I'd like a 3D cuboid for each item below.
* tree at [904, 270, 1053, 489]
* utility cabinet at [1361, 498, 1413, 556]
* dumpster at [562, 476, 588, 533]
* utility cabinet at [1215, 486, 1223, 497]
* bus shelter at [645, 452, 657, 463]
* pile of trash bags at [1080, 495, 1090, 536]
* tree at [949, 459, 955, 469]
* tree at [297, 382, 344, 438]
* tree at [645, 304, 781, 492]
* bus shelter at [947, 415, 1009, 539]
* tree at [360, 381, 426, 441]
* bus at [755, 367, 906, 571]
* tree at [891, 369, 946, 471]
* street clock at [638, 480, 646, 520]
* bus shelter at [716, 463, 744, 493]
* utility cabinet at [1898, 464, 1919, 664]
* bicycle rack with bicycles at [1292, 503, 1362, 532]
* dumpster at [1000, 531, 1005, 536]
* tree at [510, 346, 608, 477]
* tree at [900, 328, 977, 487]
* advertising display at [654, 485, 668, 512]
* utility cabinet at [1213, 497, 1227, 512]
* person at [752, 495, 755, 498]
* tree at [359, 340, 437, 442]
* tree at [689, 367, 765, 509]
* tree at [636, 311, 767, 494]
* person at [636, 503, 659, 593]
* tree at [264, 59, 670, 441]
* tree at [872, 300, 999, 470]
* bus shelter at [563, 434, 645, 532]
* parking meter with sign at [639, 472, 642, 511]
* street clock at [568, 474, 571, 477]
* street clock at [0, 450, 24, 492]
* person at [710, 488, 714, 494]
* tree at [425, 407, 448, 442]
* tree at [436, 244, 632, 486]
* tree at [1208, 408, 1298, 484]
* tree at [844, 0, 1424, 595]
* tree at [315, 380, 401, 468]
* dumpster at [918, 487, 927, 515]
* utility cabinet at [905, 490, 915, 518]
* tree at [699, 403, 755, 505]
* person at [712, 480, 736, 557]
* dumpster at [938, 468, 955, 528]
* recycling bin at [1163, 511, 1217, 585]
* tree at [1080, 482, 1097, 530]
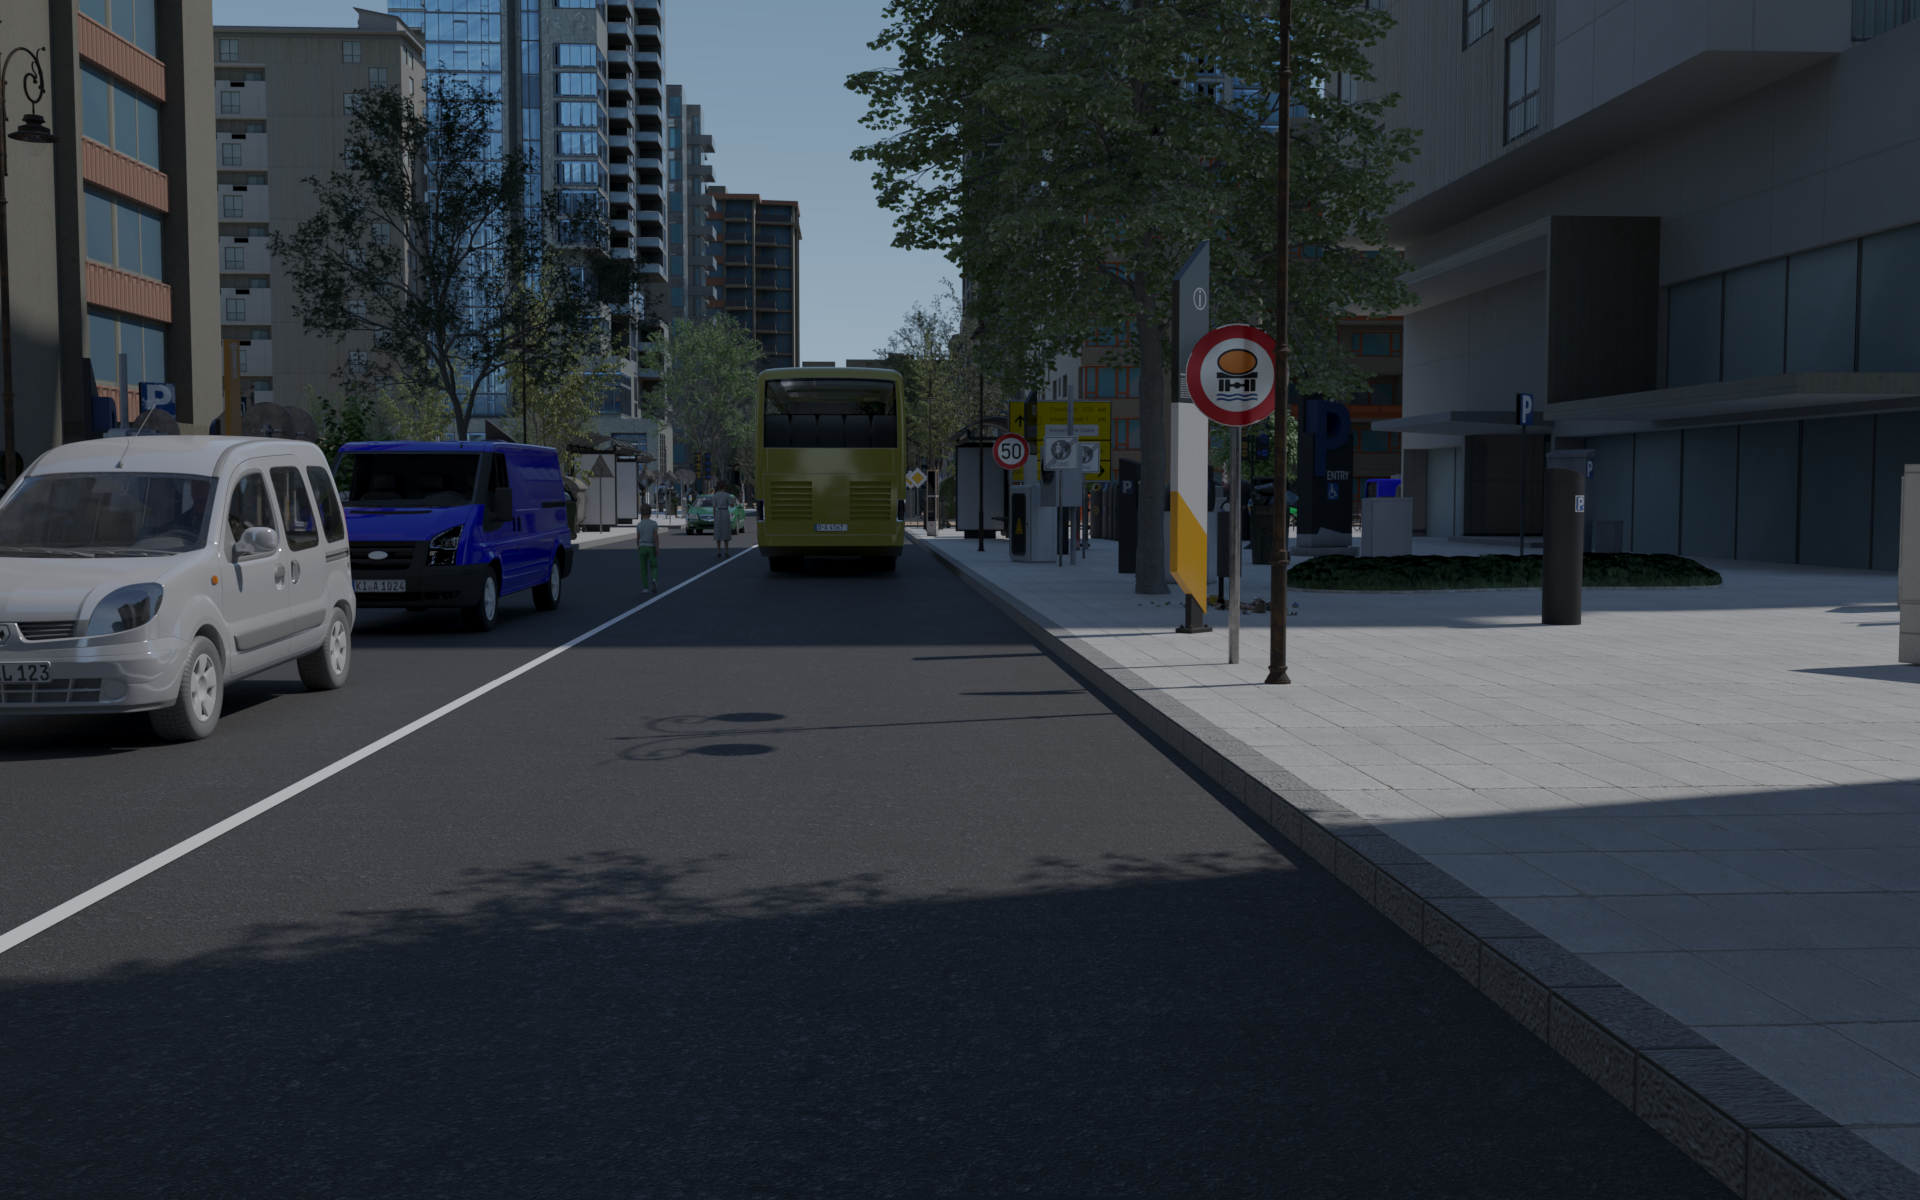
[{"bbox_3d":[0.630,-6.446,55.751,4.360,8.622,3.978,0,3,0],"label":"tree"},{"bbox_3d":[7.802,-1.254,31.672,1.020,1.237,0.306,-2,4,-30],"label":"utility cabinet"},{"bbox_3d":[-13.009,-3.133,56.985,1.264,1.857,1.865,0,4,-4],"label":"dumpster"},{"bbox_3d":[6.339,-2.250,45.471,1.173,1.500,0.318,-2,4,-25],"label":"utility cabinet"},{"bbox_3d":[-14.533,-4.996,75.613,2.014,3.302,5.546,0,4,-3],"label":"bus shelter"},{"bbox_3d":[4.843,-2.751,54.729,3.447,1.369,1.912,-3,5,-42],"label":"pile of trash bags"},{"bbox_3d":[0.729,-8.876,128.833,4.285,4.588,4.351,0,3,0],"label":"tree"},{"bbox_3d":[-42.251,-9.949,113.022,4.737,8.622,4.395,0,3,0],"label":"tree"},{"bbox_3d":[-15.372,-12.301,111.483,12.009,13.543,11.850,0,3,0],"label":"tree"},{"bbox_3d":[0.800,-3.269,47.378,2.014,3.302,5.546,0,4,-3],"label":"bus shelter"},{"bbox_3d":[-36.327,-9.653,108.192,4.360,8.622,3.978,0,3,0],"label":"tree"},{"bbox_3d":[-2.553,-2.658,35.013,2.896,3.916,12.252,0,4,-4],"label":"bus"},{"bbox_3d":[-4.739,-13.090,139.782,9.928,11.665,9.643,0,3,0],"label":"tree"},{"bbox_3d":[-14.837,-4.672,80.961,0.471,2.002,0.358,-1,4,-14],"label":"street clock"},{"bbox_3d":[-17.703,-8.711,133.709,1.731,3.624,6.357,0,4,-3],"label":"bus shelter"},{"bbox_3d":[7.455,-0.234,12.507,0.318,1.500,1.173,-2,4,-29],"label":"utility cabinet"},{"bbox_3d":[12.774,-2.851,59.996,2.852,0.926,2.925,0,4,-6],"label":"bicycle rack with bicycles"},{"bbox_3d":[0.880,-2.818,51.826,1.264,1.857,1.865,0,4,-3],"label":"dumpster"},{"bbox_3d":[-19.258,-8.179,84.089,4.360,8.622,3.978,0,3,0],"label":"tree"},{"bbox_3d":[-0.947,-7.698,76.219,4.737,8.622,4.395,0,3,0],"label":"tree"},{"bbox_3d":[-21.437,-7.274,124.137,0.974,1.923,0.123,0,4,-7],"label":"advertising display"},{"bbox_3d":[4.731,-1.406,34.148,1.020,1.237,0.306,-1,4,-20],"label":"utility cabinet"},{"bbox_3d":[-27.551,-13.413,227.880,0.705,1.814,1.350,3,4,37],"label":"person"},{"bbox_3d":[-23.873,-7.814,78.128,4.737,8.622,4.395,0,3,0],"label":"tree"},{"bbox_3d":[-18.588,-14.404,152.507,9.611,12.733,9.660,0,3,0],"label":"tree"},{"bbox_3d":[-14.651,-10.624,99.453,9.928,11.665,9.643,0,3,0],"label":"tree"},{"bbox_3d":[-4.489,-0.745,24.930,0.306,1.304,0.590,-1,4,-20],"label":"person"},{"bbox_3d":[-10.433,-6.259,36.754,8.767,10.594,7.601,-1,4,-14],"label":"tree"},{"bbox_3d":[-1.539,-9.154,84.074,7.601,10.594,8.767,-1,4,-22],"label":"tree"},{"bbox_3d":[-12.529,-4.100,60.952,2.014,3.302,5.546,0,4,-4],"label":"bus shelter"},{"bbox_3d":[-25.049,-8.447,134.375,0.543,3.016,1.738,2,4,25],"label":"parking meter with sign"},{"bbox_3d":[-14.080,-3.570,62.936,0.358,2.002,0.471,0,4,0],"label":"street clock"},{"bbox_3d":[-15.655,-1.463,28.491,0.358,2.002,0.471,1,4,19],"label":"street clock"},{"bbox_3d":[-10.392,-3.862,72.646,0.512,1.701,0.522,2,4,23],"label":"person"},{"bbox_3d":[-43.123,-11.506,138.477,4.360,8.622,3.978,0,3,0],"label":"tree"},{"bbox_3d":[-12.084,-6.145,50.839,4.737,8.622,4.395,0,3,0],"label":"tree"},{"bbox_3d":[9.757,-4.397,55.608,4.285,4.588,4.351,0,3,0],"label":"tree"},{"bbox_3d":[2.042,-6.351,21.970,7.486,12.596,7.792,0,3,0],"label":"tree"},{"bbox_3d":[-10.290,-2.136,29.526,1.663,3.219,1.824,0,3,0],"label":"tree"},{"bbox_3d":[-1.955,-6.121,105.832,1.264,1.857,1.865,0,4,-3],"label":"dumpster"},{"bbox_3d":[-2.947,-5.147,92.837,1.173,1.500,0.318,-3,5,-42],"label":"utility cabinet"},{"bbox_3d":[-17.220,-10.827,127.380,4.360,8.622,3.978,0,3,0],"label":"tree"},{"bbox_3d":[-5.360,-1.855,39.391,0.480,1.755,0.524,1,4,8],"label":"person"},{"bbox_3d":[-0.079,-3.839,65.259,1.502,2.255,1.985,0,4,-4],"label":"dumpster"},{"bbox_3d":[3.282,-0.755,24.901,0.722,1.027,0.722,1,4,18],"label":"recycling bin"},{"bbox_3d":[4.435,-4.146,62.380,1.663,3.219,1.824,0,3,0],"label":"tree"}]
